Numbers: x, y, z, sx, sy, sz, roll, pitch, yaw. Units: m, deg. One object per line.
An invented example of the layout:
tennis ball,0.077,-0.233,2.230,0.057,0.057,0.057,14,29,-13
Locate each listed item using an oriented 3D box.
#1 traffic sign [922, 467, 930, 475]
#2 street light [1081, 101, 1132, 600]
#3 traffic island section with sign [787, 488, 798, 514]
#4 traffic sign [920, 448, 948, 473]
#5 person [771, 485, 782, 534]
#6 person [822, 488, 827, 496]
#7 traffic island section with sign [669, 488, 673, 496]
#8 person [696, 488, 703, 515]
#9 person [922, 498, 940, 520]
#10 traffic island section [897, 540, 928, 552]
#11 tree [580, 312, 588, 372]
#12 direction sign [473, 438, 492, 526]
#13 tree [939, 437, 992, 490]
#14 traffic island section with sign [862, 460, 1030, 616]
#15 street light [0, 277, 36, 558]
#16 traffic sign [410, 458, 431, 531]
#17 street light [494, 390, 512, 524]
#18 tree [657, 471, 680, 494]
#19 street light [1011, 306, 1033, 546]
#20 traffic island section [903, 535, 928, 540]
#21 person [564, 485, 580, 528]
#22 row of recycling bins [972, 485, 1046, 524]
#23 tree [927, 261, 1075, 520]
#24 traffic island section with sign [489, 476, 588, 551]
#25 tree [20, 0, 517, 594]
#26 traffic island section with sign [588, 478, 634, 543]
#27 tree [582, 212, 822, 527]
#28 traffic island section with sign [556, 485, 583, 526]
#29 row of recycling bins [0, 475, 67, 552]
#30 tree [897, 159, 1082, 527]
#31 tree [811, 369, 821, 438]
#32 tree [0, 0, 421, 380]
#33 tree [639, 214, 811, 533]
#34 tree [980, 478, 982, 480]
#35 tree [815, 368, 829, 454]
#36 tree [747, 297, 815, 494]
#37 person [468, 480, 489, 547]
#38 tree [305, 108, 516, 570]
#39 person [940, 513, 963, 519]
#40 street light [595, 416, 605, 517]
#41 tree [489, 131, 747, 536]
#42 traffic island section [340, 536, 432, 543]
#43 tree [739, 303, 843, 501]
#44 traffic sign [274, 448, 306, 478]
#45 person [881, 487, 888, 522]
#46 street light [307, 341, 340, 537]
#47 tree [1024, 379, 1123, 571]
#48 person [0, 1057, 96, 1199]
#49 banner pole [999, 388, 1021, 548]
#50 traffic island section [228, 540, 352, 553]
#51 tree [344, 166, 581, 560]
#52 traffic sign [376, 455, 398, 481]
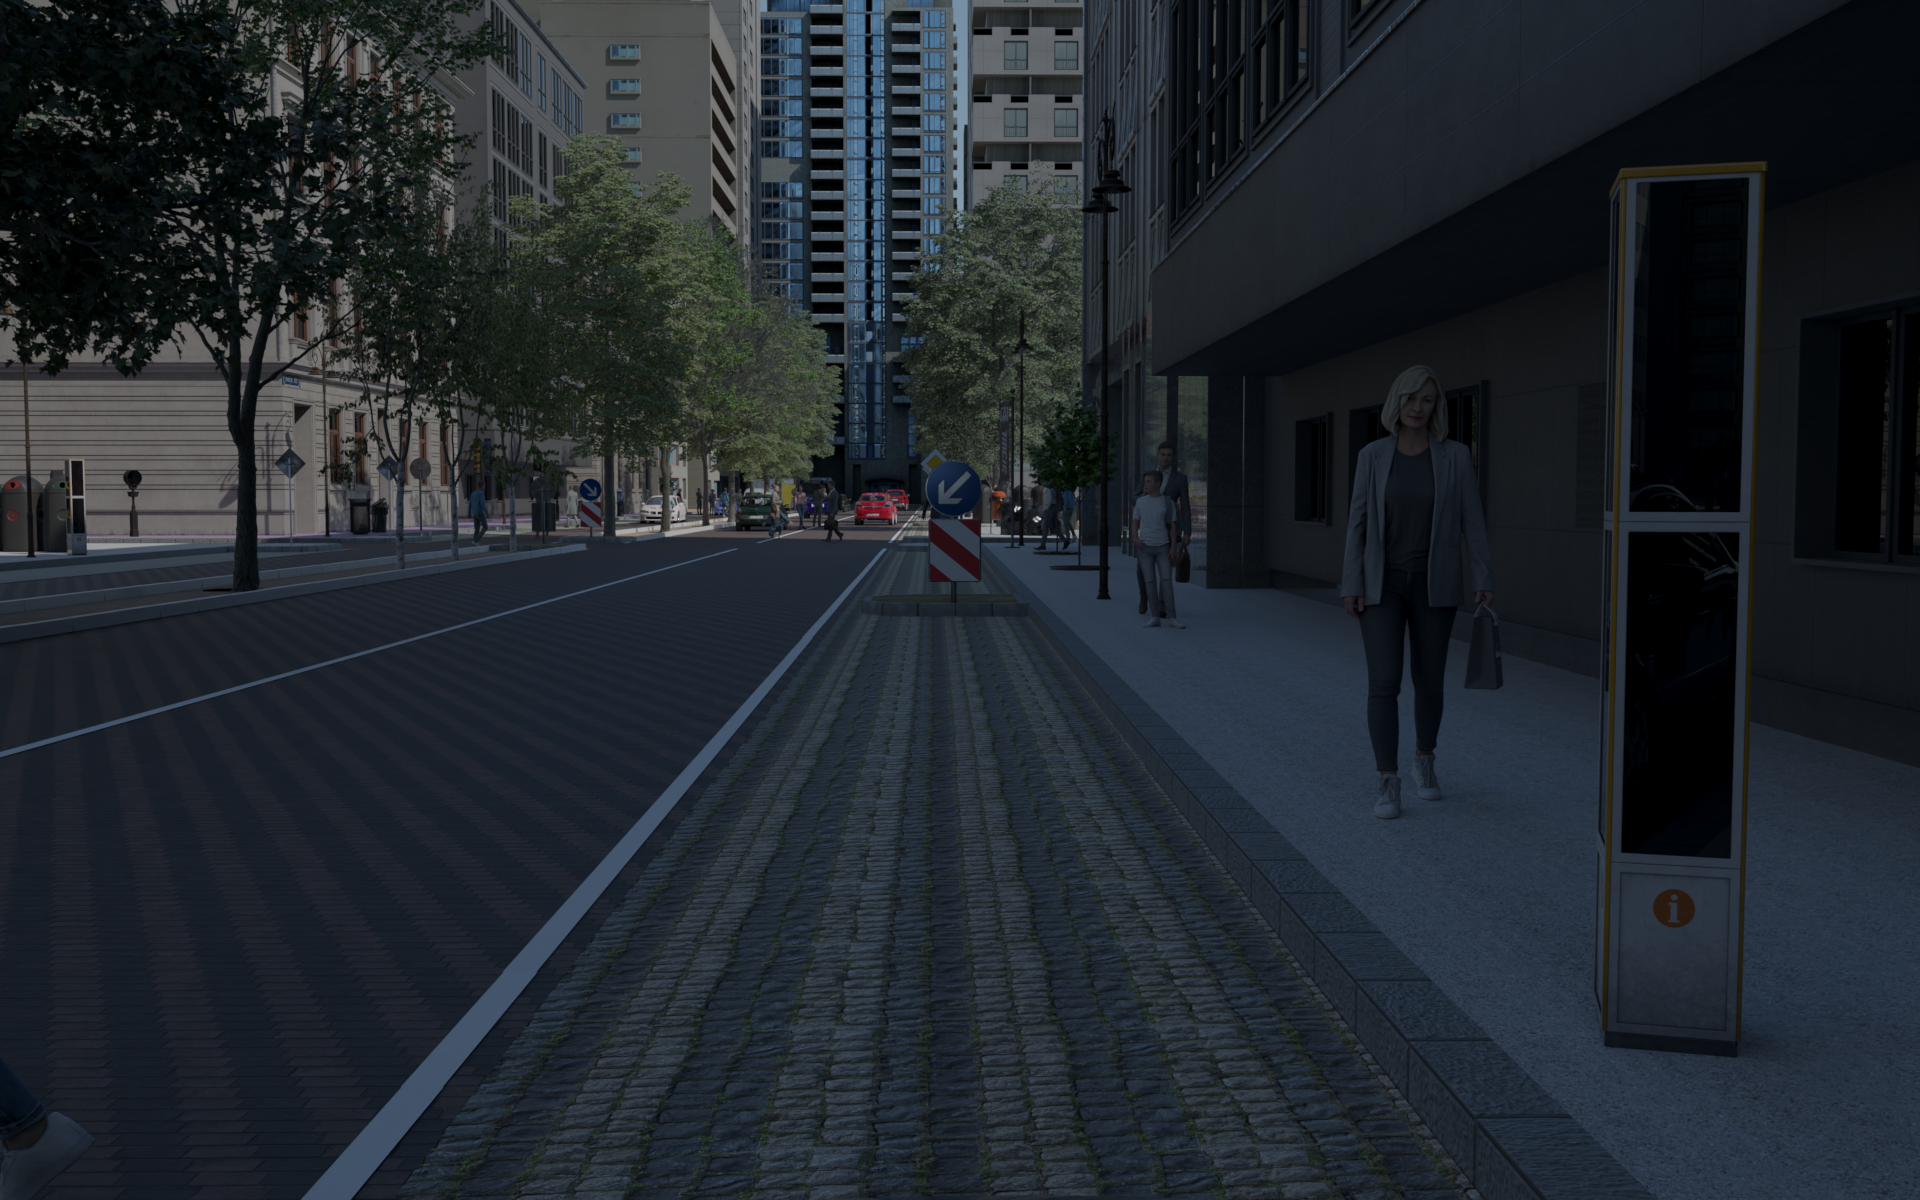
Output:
traffic sign,-0.722,-3.039,51.875,0.795,2.593,0.064,0,4,-1
street light,1.753,-2.946,20.953,0.468,5.910,1.993,0,4,-1
traffic island section with sign,-12.062,-7.245,126.584,2.006,1.907,1.989,0,4,-1
traffic sign,-0.593,-2.550,43.891,0.795,2.593,0.064,0,4,-1
person,-6.570,-3.246,62.117,0.362,1.759,0.519,0,4,0
person,-9.184,-6.678,117.692,0.555,1.821,0.388,1,4,21
traffic island section with sign,-17.555,-5.839,104.100,1.989,1.847,2.006,0,4,-1
person,-17.818,-6.760,118.838,0.447,1.846,0.655,2,4,29
person,-0.520,-2.036,41.564,0.659,1.850,0.755,1,4,13
traffic island section,-0.570,-1.327,43.974,2.009,0.180,2.903,0,4,-1
tree,-10.845,-5.437,41.713,4.737,8.622,4.395,0,3,0
direction sign,-19.431,-4.805,70.557,0.876,3.537,0.379,1,4,22
tree,0.383,-10.875,128.174,4.360,8.622,3.978,0,3,0
traffic island section with sign,-0.188,-0.762,21.082,1.989,1.847,2.006,0,4,-1
street light,-18.785,-3.796,34.854,0.468,5.910,1.993,0,4,-1
traffic sign,-18.875,-3.699,60.587,0.768,2.556,0.104,0,4,2
street light,-19.441,-6.174,73.733,0.468,5.910,1.993,0,4,-1
tree,-20.999,-7.871,123.294,1.663,3.219,1.824,0,3,0
street light,1.520,-4.278,42.731,0.468,5.910,1.993,0,4,-1
traffic island section,-0.699,-1.815,51.958,2.009,0.180,2.903,0,4,-1
person,-16.423,-3.951,73.193,0.767,1.812,0.694,3,4,38
row of recycling bins,2.279,-4.183,75.505,3.534,1.692,1.069,-1,4,-18
tree,2.143,-10.183,84.623,7.486,12.596,7.792,0,3,0
traffic island section with sign,-10.732,-2.196,44.049,2.006,1.907,1.989,0,4,-1
tree,-10.360,-5.915,24.929,9.928,11.665,9.643,0,3,0
traffic island section with sign,-10.842,-2.649,51.456,2.006,1.907,1.989,0,4,-1
tree,-11.072,-9.929,75.163,12.009,13.543,11.850,0,3,0
traffic island section with sign,-17.125,-4.184,77.029,1.989,1.847,2.006,0,4,-1
row of recycling bins,-21.266,-1.915,38.420,3.534,1.692,1.069,0,4,-4
tree,1.705,-9.841,67.561,9.857,13.997,8.962,0,3,0
tree,-11.518,-10.264,96.024,9.928,11.665,9.643,0,3,0
tree,-10.180,-5.846,15.047,9.611,12.733,9.660,0,3,0
tree,-10.758,-8.268,63.399,9.928,11.665,9.643,0,3,0
tree,0.296,-9.192,133.996,4.285,4.588,4.351,0,3,0
tree,-11.847,-11.288,105.144,7.486,12.596,7.792,0,3,0
tree,-11.596,-10.191,87.203,7.486,12.596,7.792,0,3,0
person,-12.401,-2.184,44.546,0.444,1.785,0.601,-3,5,-43
tree,-10.437,-4.858,32.251,4.360,8.622,3.978,0,3,0
person,-0.239,-1.948,40.532,0.661,1.801,0.590,-1,4,-11
street light,-19.765,-7.516,95.668,0.468,5.910,1.993,0,4,-1
tree,-11.146,-8.195,54.573,7.486,12.596,7.792,0,3,0
traffic island section,-17.038,-1.799,51.700,2.009,0.180,2.903,0,4,-1
tree,-12.135,-12.581,114.819,9.857,13.997,8.962,0,3,0
traffic sign,-16.886,-2.536,43.650,0.795,2.593,0.064,0,4,-1
person,-3.773,-4.812,87.423,0.529,1.795,0.600,0,4,-4
street light,-19.048,-4.844,51.981,0.468,5.910,1.993,0,4,-1
tree,1.902,-2.126,29.362,1.663,3.219,1.824,0,3,0
person,-1.968,0.363,3.238,0.598,1.740,0.731,-3,5,-41
banner pole,1.136,-3.134,41.254,0.401,3.779,0.863,-2,4,-28
traffic island section,-16.909,-1.311,43.716,2.009,0.180,2.903,0,4,-1
tree,-10.852,-5.142,36.885,4.737,8.622,4.395,0,3,0
traffic sign,-17.015,-3.024,51.634,0.795,2.593,0.064,0,4,-1
